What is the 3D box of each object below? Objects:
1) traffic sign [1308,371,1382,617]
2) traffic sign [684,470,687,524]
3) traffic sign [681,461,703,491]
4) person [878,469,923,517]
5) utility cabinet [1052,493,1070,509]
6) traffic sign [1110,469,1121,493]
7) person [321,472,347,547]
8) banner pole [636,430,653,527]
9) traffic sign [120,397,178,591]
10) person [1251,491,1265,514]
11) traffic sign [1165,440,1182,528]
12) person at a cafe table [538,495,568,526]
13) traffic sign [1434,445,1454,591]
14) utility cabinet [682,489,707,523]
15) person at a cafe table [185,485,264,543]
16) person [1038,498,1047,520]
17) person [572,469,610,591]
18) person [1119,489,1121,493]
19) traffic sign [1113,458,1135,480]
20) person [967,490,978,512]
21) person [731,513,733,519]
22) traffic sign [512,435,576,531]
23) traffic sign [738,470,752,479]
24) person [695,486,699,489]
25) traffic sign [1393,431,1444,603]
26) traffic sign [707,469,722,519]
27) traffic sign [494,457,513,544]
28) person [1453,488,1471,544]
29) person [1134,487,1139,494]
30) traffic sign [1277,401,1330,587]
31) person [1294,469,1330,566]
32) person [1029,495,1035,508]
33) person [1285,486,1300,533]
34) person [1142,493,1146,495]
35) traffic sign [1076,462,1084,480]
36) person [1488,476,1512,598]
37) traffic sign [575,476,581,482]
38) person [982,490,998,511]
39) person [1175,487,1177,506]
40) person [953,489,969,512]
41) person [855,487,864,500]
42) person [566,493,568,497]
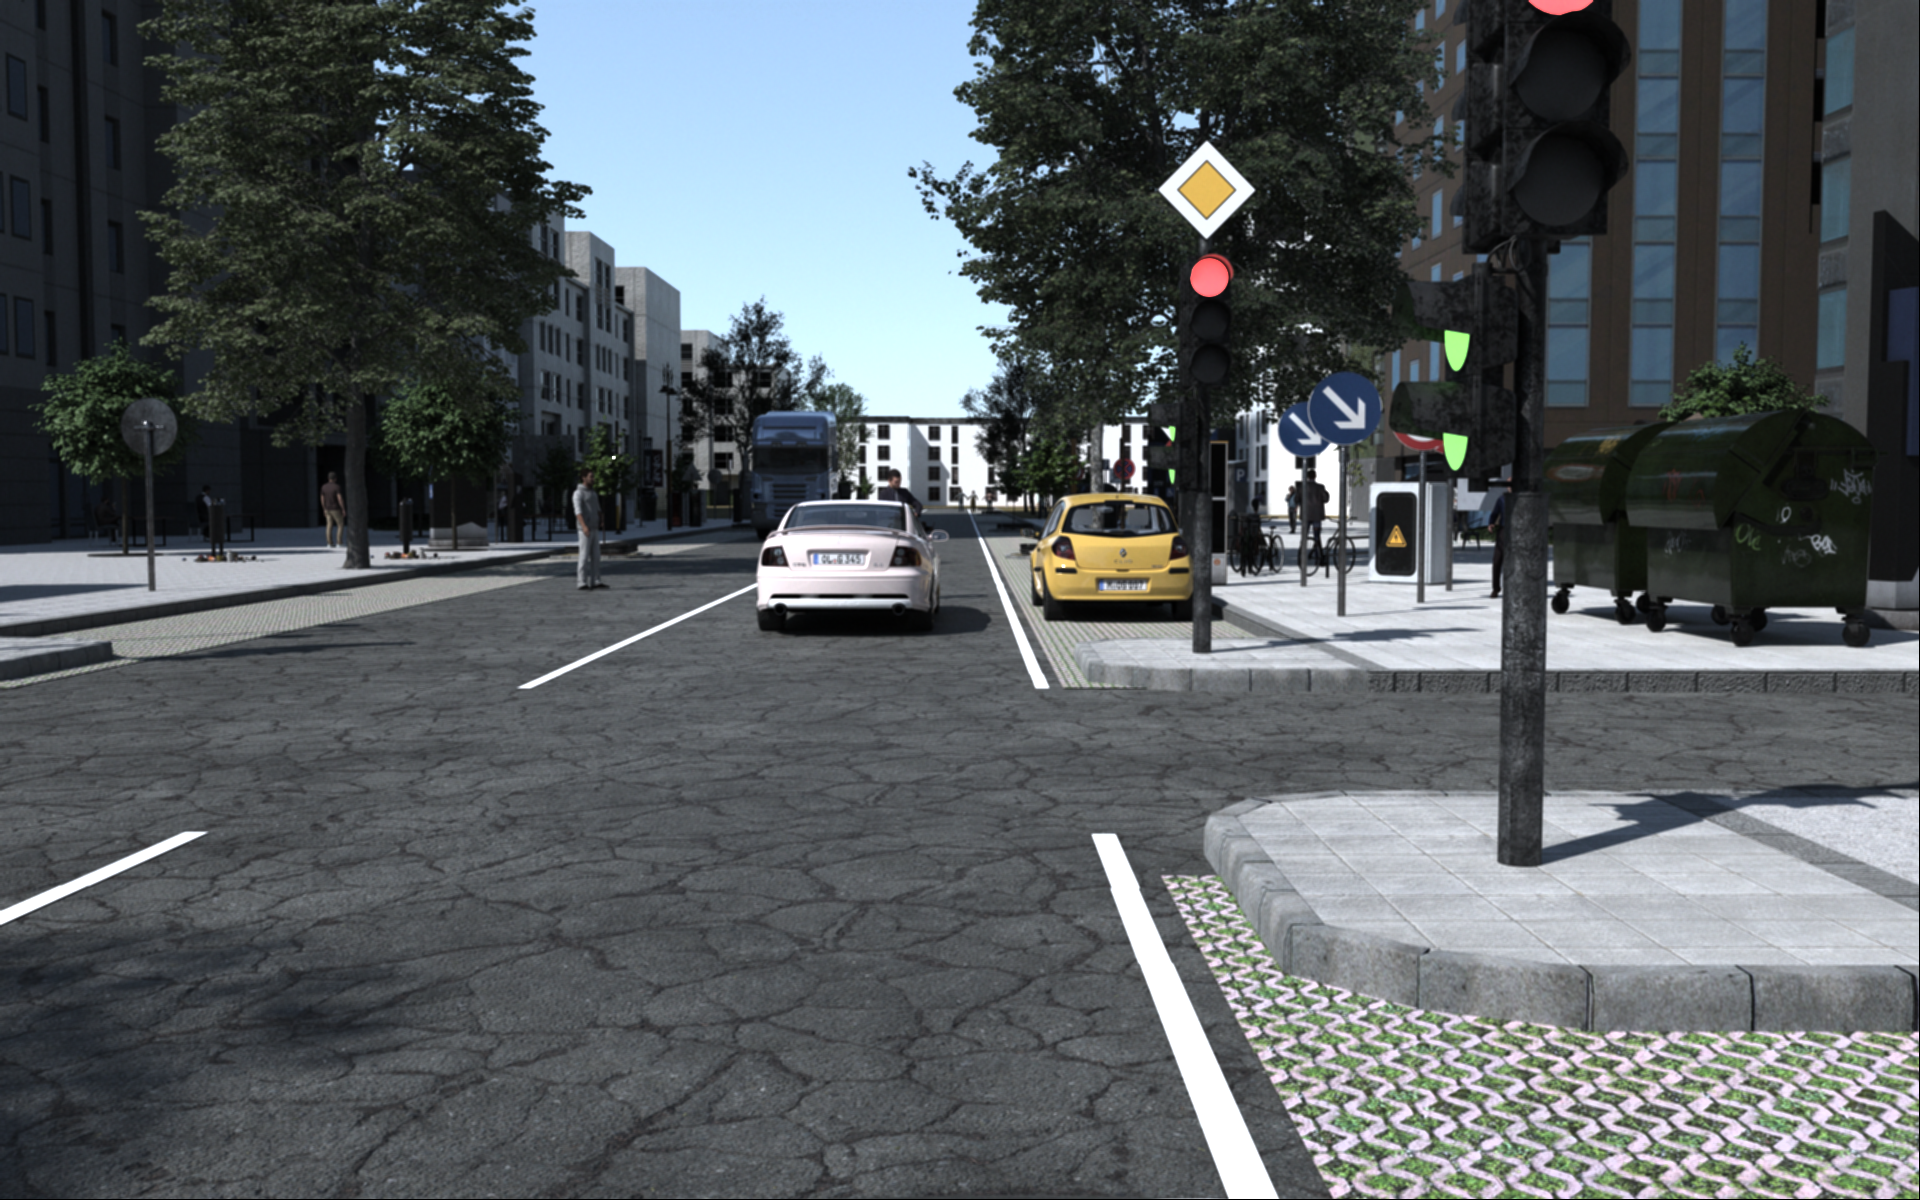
[{"bbox_3d":[4.003,-1.100,18.098,0.768,2.556,0.104,0,4,3],"label":"traffic sign"},{"bbox_3d":[-11.919,-4.598,75.287,0.768,2.556,0.104,0,4,0],"label":"traffic sign"},{"bbox_3d":[-10.663,-4.212,68.869,0.884,2.594,0.081,0,4,3],"label":"traffic sign"},{"bbox_3d":[-0.750,-0.882,23.372,0.683,1.767,0.568,-2,4,-33],"label":"person"},{"bbox_3d":[4.817,-4.323,79.357,1.173,1.500,0.318,-1,4,-16],"label":"utility cabinet"},{"bbox_3d":[6.216,-4.065,68.590,0.606,2.300,0.079,1,4,8],"label":"traffic sign"},{"bbox_3d":[-15.039,-2.171,41.663,0.598,1.807,0.434,2,4,26],"label":"person"},{"bbox_3d":[-12.225,-4.721,67.212,0.863,3.779,0.401,2,4,32],"label":"banner pole"},{"bbox_3d":[-10.695,-1.391,22.850,0.768,2.556,0.104,0,4,2],"label":"traffic sign"},{"bbox_3d":[13.287,-4.149,77.106,0.697,1.427,0.421,-2,4,-27],"label":"person"},{"bbox_3d":[4.838,-2.318,38.001,0.768,2.556,0.104,0,4,1],"label":"traffic sign"},{"bbox_3d":[-16.362,-3.665,70.784,1.726,1.238,1.698,1,4,15],"label":"person at a cafe table"},{"bbox_3d":[6.474,-1.391,22.852,0.768,2.556,0.104,0,4,2],"label":"traffic sign"},{"bbox_3d":[-11.869,-4.181,77.031,1.173,1.500,0.318,1,4,16],"label":"utility cabinet"},{"bbox_3d":[-19.891,-2.318,46.416,1.698,1.524,1.622,2,4,32],"label":"person at a cafe table"},{"bbox_3d":[4.187,-4.702,86.827,0.435,1.345,0.340,-2,4,-30],"label":"person"},{"bbox_3d":[-5.487,-1.046,25.744,0.789,1.805,0.875,1,4,23],"label":"person"},{"bbox_3d":[11.605,-7.185,124.981,0.415,1.643,0.593,0,4,-4],"label":"person"},{"bbox_3d":[5.786,-3.729,61.067,0.768,2.556,0.104,0,4,5],"label":"traffic sign"},{"bbox_3d":[0.975,-7.726,135.548,0.721,1.736,1.217,-3,5,-43],"label":"person"},{"bbox_3d":[-11.533,-4.423,88.833,0.381,0.543,0.357,0,4,4],"label":"person"},{"bbox_3d":[-14.337,-4.023,59.652,2.265,3.308,0.079,0,4,7],"label":"traffic sign"},{"bbox_3d":[-10.916,-5.387,88.176,0.768,2.556,0.104,0,4,1],"label":"traffic sign"},{"bbox_3d":[-16.193,-6.149,106.216,1.348,1.869,0.705,1,4,14],"label":"person"},{"bbox_3d":[5.440,-1.239,20.369,0.768,2.556,0.104,1,4,8],"label":"traffic sign"},{"bbox_3d":[-12.405,-5.354,87.642,0.768,2.556,0.104,0,4,5],"label":"traffic sign"},{"bbox_3d":[-11.939,-2.723,44.532,0.884,2.594,0.081,0,4,2],"label":"traffic sign"},{"bbox_3d":[12.931,-2.325,44.778,0.841,1.734,0.376,0,4,4],"label":"person"},{"bbox_3d":[12.276,-6.909,119.733,0.721,1.743,1.217,3,4,38],"label":"person"},{"bbox_3d":[4.764,-1.457,23.930,0.768,2.556,0.104,0,4,7],"label":"traffic sign"},{"bbox_3d":[6.311,-1.479,31.054,0.655,1.722,0.431,2,4,25],"label":"person"},{"bbox_3d":[6.739,-9.504,161.879,0.568,1.767,0.683,3,5,44],"label":"person"},{"bbox_3d":[10.887,-2.956,56.579,0.429,1.552,0.499,-2,4,-33],"label":"person"},{"bbox_3d":[7.457,-3.772,71.625,0.435,1.345,0.340,0,4,2],"label":"person"},{"bbox_3d":[4.534,-4.190,68.614,0.768,2.556,0.104,0,4,4],"label":"traffic sign"},{"bbox_3d":[6.617,-0.753,21.041,0.600,1.496,0.574,-3,4,-39],"label":"person"},{"bbox_3d":[-12.776,-3.468,58.831,0.606,2.300,0.079,0,4,5],"label":"traffic sign"},{"bbox_3d":[2.234,-7.382,129.906,1.217,1.736,0.721,0,4,1],"label":"person"},{"bbox_3d":[12.635,-5.823,101.337,1.348,1.812,0.705,3,5,42],"label":"person"},{"bbox_3d":[0.087,-8.152,141.864,1.350,1.814,0.705,-1,4,-16],"label":"person"},{"bbox_3d":[-5.563,-5.326,95.595,0.705,1.823,1.348,-1,4,-23],"label":"person"},{"bbox_3d":[-18.994,-4.668,84.429,0.319,1.574,0.516,3,4,37],"label":"person"}]
